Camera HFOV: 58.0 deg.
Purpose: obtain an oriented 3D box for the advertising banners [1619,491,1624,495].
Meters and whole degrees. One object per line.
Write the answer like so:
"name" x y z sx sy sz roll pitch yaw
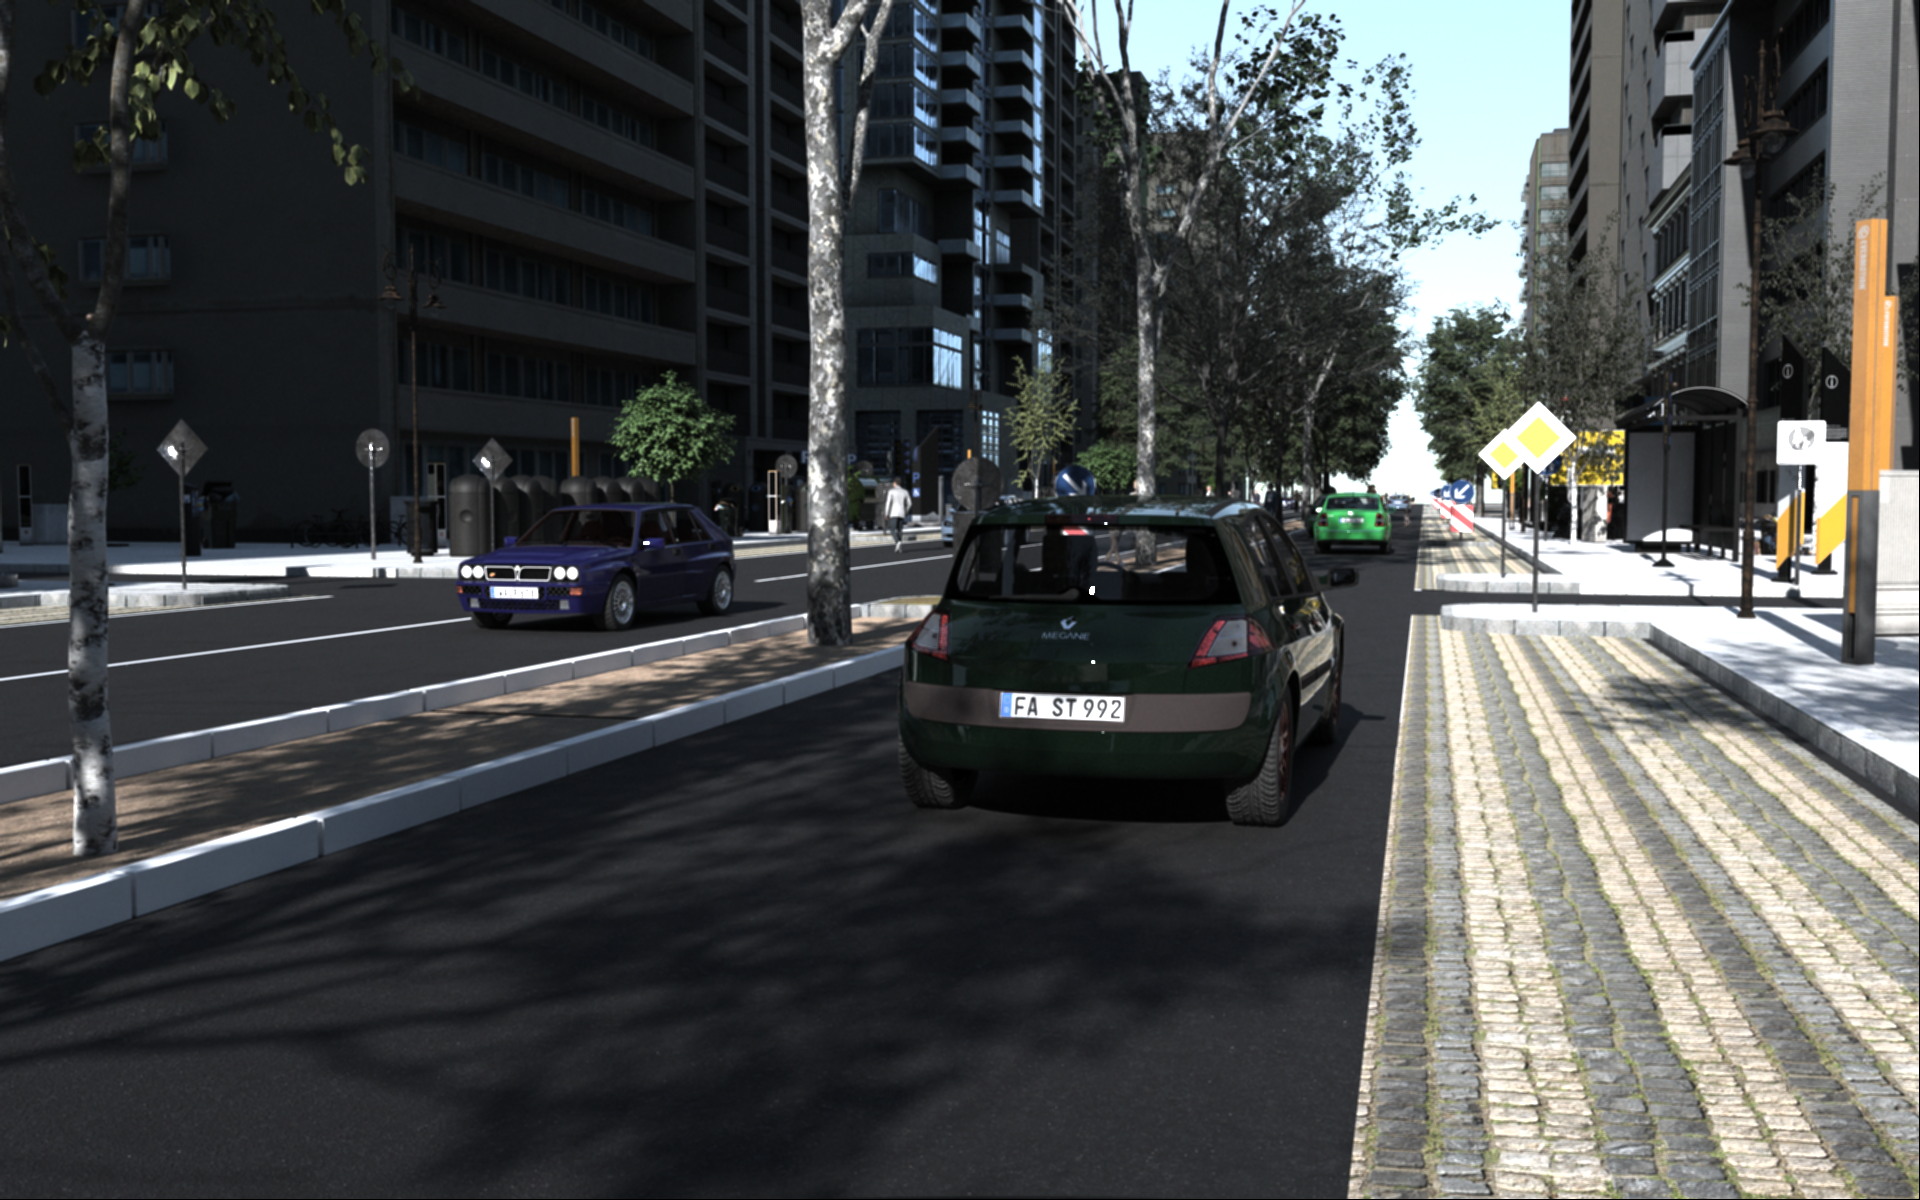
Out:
"advertising banners" 35.918 -6.022 94.647 2.074 3.025 0.090 0 4 -3

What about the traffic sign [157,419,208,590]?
"traffic sign" -10.417 -1.197 23.207 0.795 2.450 0.064 1 4 15

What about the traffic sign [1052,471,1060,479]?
"traffic sign" 5.509 -5.916 96.829 0.768 2.556 0.104 1 4 17

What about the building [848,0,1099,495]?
"building" 1.123 -43.382 147.554 20.563 71.187 20.611 1 4 15

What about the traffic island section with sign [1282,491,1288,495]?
"traffic island section with sign" 38.987 -12.156 207.372 1.989 1.847 2.006 1 4 15

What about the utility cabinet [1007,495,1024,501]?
"utility cabinet" 2.462 -4.119 78.513 0.306 1.237 1.020 -3 4 -38

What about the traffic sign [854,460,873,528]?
"traffic sign" -3.665 -4.006 65.605 0.768 2.556 0.104 1 4 19

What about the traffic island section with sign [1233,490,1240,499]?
"traffic island section with sign" 24.555 -8.872 153.681 1.989 1.847 2.006 1 4 15

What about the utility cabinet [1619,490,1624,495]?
"utility cabinet" 36.771 -5.384 96.702 1.173 1.500 0.318 -2 4 -35

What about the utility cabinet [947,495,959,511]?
"utility cabinet" -0.164 -5.101 94.564 1.020 1.237 0.306 1 4 13

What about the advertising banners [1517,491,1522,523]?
"advertising banners" 25.905 -4.977 77.566 2.074 3.025 0.090 -1 4 -16

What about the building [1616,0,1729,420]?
"building" 57.189 -31.771 108.695 28.713 52.752 27.495 1 4 15

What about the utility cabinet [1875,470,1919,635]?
"utility cabinet" 8.675 -0.430 15.714 1.173 1.500 0.318 -1 4 -11

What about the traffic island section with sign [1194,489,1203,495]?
"traffic island section with sign" 17.565 -7.276 127.585 1.989 1.847 2.006 1 4 15

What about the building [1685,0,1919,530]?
"building" 35.471 -14.833 61.580 14.314 24.678 30.058 1 4 15

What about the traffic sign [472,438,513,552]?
"traffic sign" -8.346 -1.668 30.920 0.795 2.450 0.064 1 4 15

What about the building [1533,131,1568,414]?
"building" 72.600 -31.400 196.990 14.154 41.232 14.086 1 4 15

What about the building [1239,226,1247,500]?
"building" 34.197 -34.797 252.522 14.154 41.232 14.086 1 4 15

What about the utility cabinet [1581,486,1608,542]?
"utility cabinet" 16.804 -2.276 45.898 0.318 1.500 1.173 0 4 3

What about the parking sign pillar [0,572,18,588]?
"parking sign pillar" -13.730 -2.150 23.621 1.447 3.967 1.447 -1 4 -13

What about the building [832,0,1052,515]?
"building" -5.623 -49.514 122.225 22.319 86.520 31.000 1 4 15

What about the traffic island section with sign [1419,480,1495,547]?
"traffic island section with sign" 13.744 -2.402 47.897 1.989 1.847 2.006 1 4 15

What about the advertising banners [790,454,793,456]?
"advertising banners" -7.190 -4.935 76.877 0.090 3.025 2.074 1 4 21

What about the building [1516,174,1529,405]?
"building" 86.712 -37.460 232.080 23.786 49.044 30.456 1 4 15

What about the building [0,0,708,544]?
"building" -22.426 -26.436 55.937 21.300 48.544 21.600 1 4 15

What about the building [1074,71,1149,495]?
"building" 9.807 -29.410 164.440 14.154 41.232 14.086 1 4 15

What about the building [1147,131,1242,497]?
"building" 26.330 -37.431 235.697 21.300 48.544 21.600 1 4 15

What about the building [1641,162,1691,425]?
"building" 40.428 -13.535 85.918 10.561 19.102 19.286 1 4 15

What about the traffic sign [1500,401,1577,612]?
"traffic sign" 6.235 -0.923 18.734 0.795 2.450 0.064 1 4 15

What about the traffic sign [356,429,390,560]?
"traffic sign" -11.463 -2.059 33.777 0.768 2.556 0.104 1 4 17

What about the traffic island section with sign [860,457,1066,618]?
"traffic island section with sign" 0.048 -0.769 20.714 2.006 1.907 1.989 1 4 15

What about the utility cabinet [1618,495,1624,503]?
"utility cabinet" 34.671 -4.895 91.198 1.020 1.237 0.306 2 4 30

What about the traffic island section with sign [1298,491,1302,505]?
"traffic island section with sign" 45.962 -13.748 233.413 1.989 1.847 2.006 1 4 15

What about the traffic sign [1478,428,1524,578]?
"traffic sign" 8.305 -1.395 26.447 0.795 2.450 0.064 1 4 15

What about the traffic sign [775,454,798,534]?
"traffic sign" -5.591 -3.398 55.658 0.768 2.556 0.104 1 4 17

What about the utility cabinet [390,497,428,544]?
"utility cabinet" -14.122 -2.045 44.594 1.020 1.237 0.306 -1 4 -10

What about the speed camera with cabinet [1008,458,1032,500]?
"speed camera with cabinet" 3.541 -6.250 96.527 0.660 3.252 2.038 3 5 42

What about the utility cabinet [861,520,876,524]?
"utility cabinet" -4.294 -4.308 79.110 0.318 1.500 1.173 -2 4 -35

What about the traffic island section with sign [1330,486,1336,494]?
"traffic island section with sign" 21.449 -5.646 100.448 2.006 1.907 1.989 1 4 15

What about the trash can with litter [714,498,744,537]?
"trash can with litter" -6.868 -2.467 51.724 0.624 1.170 1.055 1 4 14

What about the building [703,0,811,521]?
"building" -16.207 -39.474 83.659 20.563 71.187 20.611 1 4 15

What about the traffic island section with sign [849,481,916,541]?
"traffic island section with sign" -2.424 -2.721 53.113 1.989 1.847 2.006 1 4 15

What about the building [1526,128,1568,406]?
"building" 76.707 -34.319 211.234 14.600 45.320 14.200 1 4 15

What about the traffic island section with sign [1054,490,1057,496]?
"traffic island section with sign" 4.562 -4.313 79.150 1.989 1.847 2.006 1 4 15

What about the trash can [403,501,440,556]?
"trash can" -11.146 -1.482 35.879 0.748 1.137 0.748 0 3 0

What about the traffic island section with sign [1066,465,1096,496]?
"traffic island section with sign" 1.978 -1.207 27.867 2.006 1.907 1.989 1 4 15

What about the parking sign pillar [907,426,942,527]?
"parking sign pillar" -1.361 -4.872 68.133 1.447 3.967 1.447 2 4 33

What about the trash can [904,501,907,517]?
"trash can" -3.211 -5.113 95.244 0.748 1.137 0.748 0 3 0

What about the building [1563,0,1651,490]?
"building" 59.106 -31.231 134.320 21.300 48.544 21.600 1 4 15

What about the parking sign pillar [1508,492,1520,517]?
"parking sign pillar" 31.018 -6.581 96.069 1.447 3.967 1.447 0 4 6

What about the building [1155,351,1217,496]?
"building" 15.998 -22.476 212.528 27.650 21.520 28.899 1 4 15
